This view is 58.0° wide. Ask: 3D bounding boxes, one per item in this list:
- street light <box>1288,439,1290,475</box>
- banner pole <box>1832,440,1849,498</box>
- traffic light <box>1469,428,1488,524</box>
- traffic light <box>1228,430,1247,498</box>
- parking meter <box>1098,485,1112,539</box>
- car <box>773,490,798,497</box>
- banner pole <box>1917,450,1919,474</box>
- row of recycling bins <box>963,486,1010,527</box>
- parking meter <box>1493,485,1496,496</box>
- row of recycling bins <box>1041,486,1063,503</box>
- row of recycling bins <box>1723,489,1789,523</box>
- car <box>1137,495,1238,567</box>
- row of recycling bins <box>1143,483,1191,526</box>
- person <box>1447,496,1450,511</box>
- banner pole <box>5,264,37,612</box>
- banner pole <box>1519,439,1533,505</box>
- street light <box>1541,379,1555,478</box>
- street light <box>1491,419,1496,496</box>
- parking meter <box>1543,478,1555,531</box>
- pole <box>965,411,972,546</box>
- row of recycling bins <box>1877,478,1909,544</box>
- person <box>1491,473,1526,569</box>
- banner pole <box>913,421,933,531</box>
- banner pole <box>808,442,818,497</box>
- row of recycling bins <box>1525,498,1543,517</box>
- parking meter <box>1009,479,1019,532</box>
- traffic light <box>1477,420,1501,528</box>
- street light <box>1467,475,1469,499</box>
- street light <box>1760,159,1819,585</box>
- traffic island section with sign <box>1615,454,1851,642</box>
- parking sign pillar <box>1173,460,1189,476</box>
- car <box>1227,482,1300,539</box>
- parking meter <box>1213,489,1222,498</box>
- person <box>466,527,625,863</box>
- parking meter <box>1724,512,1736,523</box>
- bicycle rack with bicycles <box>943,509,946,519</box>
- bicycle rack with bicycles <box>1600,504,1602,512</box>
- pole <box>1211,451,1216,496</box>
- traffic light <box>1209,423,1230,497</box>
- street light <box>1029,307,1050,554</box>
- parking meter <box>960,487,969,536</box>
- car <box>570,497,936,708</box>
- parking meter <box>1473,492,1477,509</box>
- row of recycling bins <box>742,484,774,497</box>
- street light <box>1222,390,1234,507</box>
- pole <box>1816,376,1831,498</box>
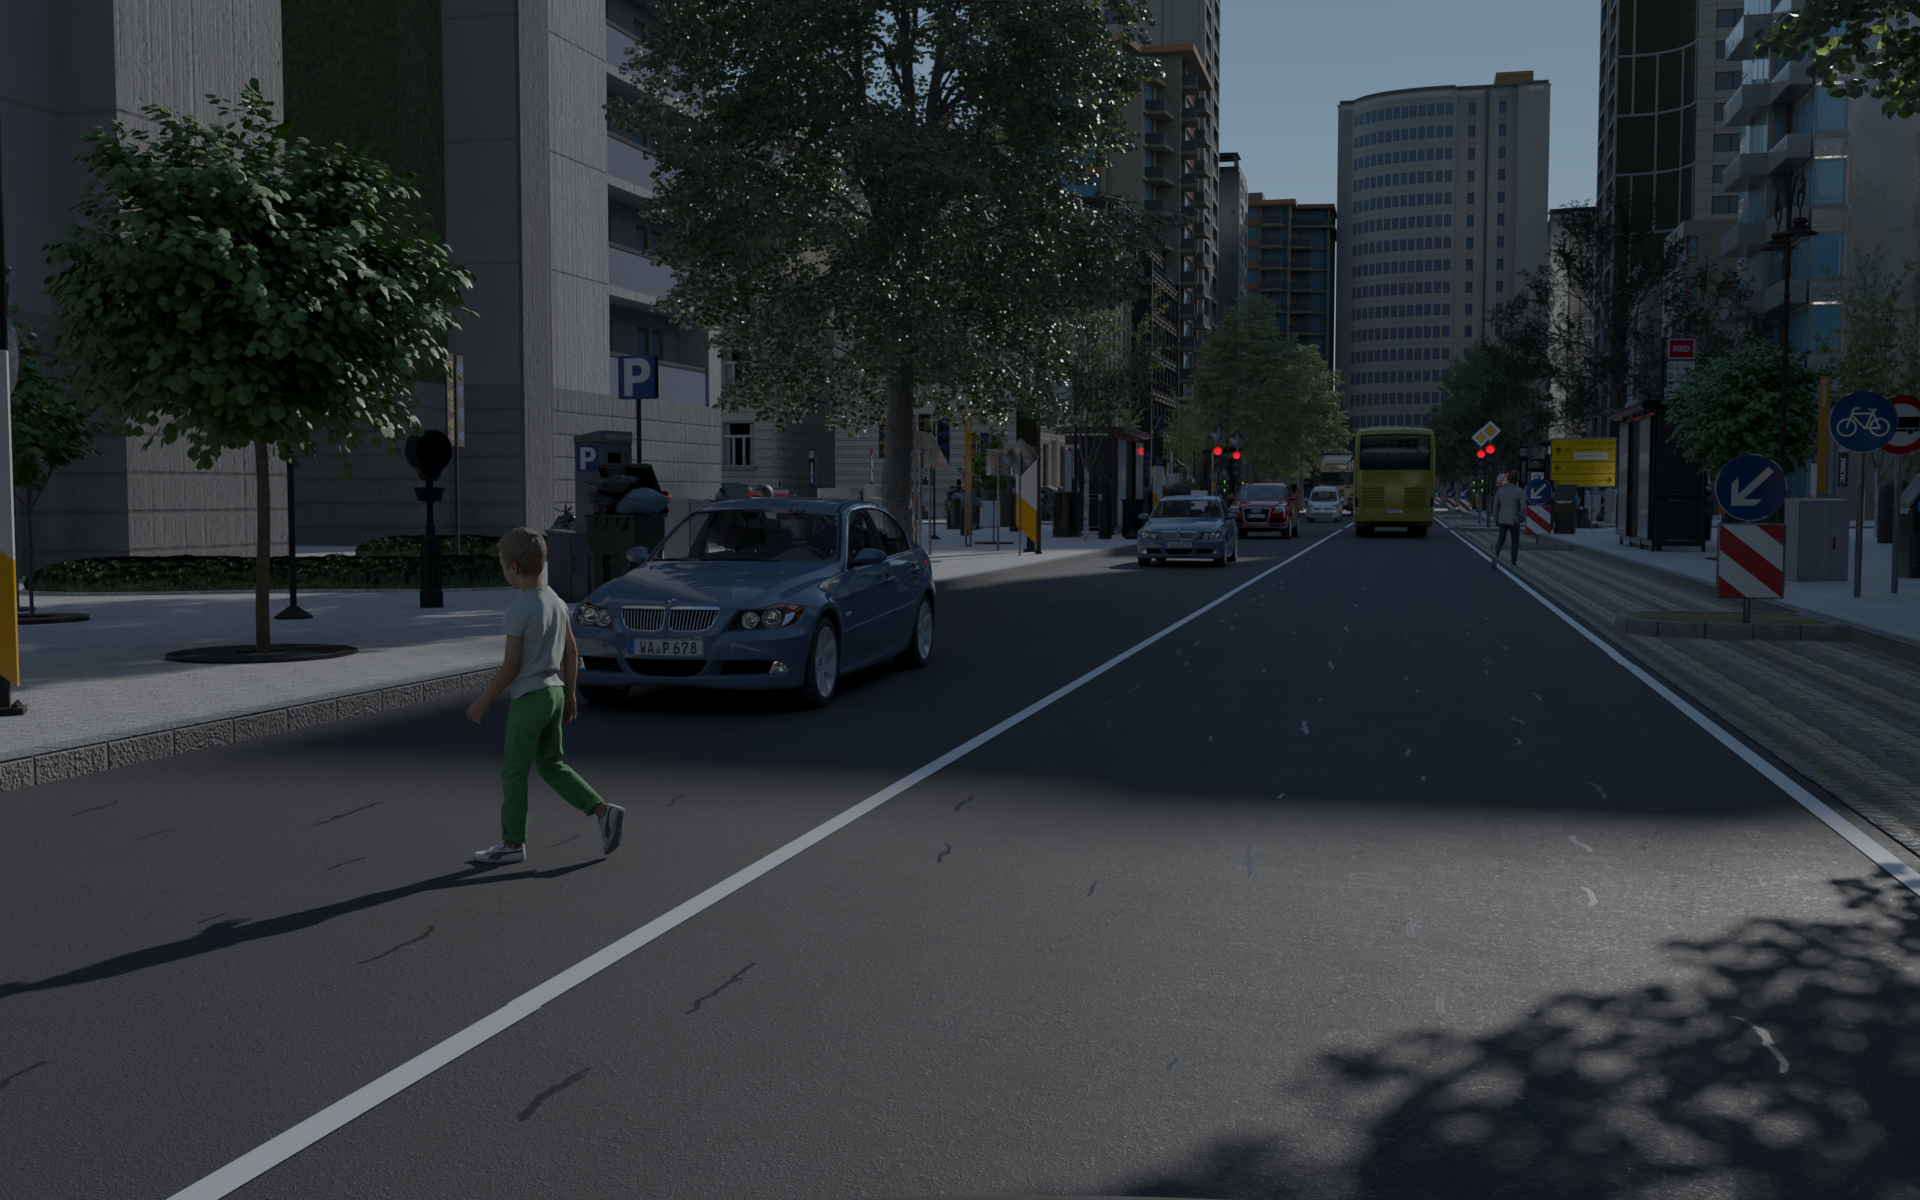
[{"bbox_3d":[22.468,-8.895,118.218,0.468,5.910,1.993,1,4,14],"label":"street light"},{"bbox_3d":[35.998,-4.948,70.919,0.863,3.779,0.401,0,4,-7],"label":"banner pole"},{"bbox_3d":[22.191,-5.199,73.917,0.839,4.253,0.868,1,4,14],"label":"traffic light"},{"bbox_3d":[12.244,-5.353,76.435,0.839,4.253,0.868,1,4,14],"label":"traffic light"},{"bbox_3d":[4.140,-2.507,49.400,0.372,1.533,0.369,0,3,0],"label":"parking meter"},{"bbox_3d":[-9.147,-4.276,78.946,4.494,1.783,2.155,1,4,13],"label":"car"},{"bbox_3d":[39.901,-5.011,71.949,0.863,3.779,0.401,-2,4,-32],"label":"banner pole"},{"bbox_3d":[1.115,-3.762,68.622,1.069,1.692,3.534,-2,4,-31],"label":"row of recycling bins"},{"bbox_3d":[34.120,-6.433,110.893,0.255,1.863,0.399,2,4,28],"label":"parking meter"},{"bbox_3d":[4.832,-4.998,88.823,1.069,1.692,3.534,1,4,21],"label":"row of recycling bins"},{"bbox_3d":[34.427,-4.148,74.938,1.069,1.692,3.534,-1,4,-15],"label":"row of recycling bins"},{"bbox_3d":[4.748,-1.452,35.743,2.014,1.417,4.499,1,4,13],"label":"car"},{"bbox_3d":[6.649,-3.347,61.841,3.534,1.692,1.069,-2,4,-27],"label":"row of recycling bins"},{"bbox_3d":[41.916,-8.540,148.816,0.721,1.739,1.217,1,4,11],"label":"person"},{"bbox_3d":[-10.518,-1.781,19.131,0.401,3.779,0.863,-2,4,-35],"label":"banner pole"},{"bbox_3d":[25.819,-5.441,78.978,0.863,3.779,0.401,-1,4,-20],"label":"banner pole"},{"bbox_3d":[22.098,-5.650,65.167,0.468,5.910,1.993,1,4,14],"label":"street light"},{"bbox_3d":[32.339,-8.099,105.200,0.468,5.910,1.993,1,4,14],"label":"street light"},{"bbox_3d":[20.765,-3.385,61.061,0.399,1.863,0.255,2,4,26],"label":"parking meter"},{"bbox_3d":[0.201,-2.967,42.360,0.158,3.312,0.155,0,3,0],"label":"pole"},{"bbox_3d":[25.126,-2.255,43.984,1.069,1.692,3.534,-3,4,-36],"label":"row of recycling bins"},{"bbox_3d":[10.497,-1.516,33.139,0.661,1.843,0.795,3,5,41],"label":"person"},{"bbox_3d":[-1.332,-4.246,59.435,0.863,3.779,0.401,0,4,-2],"label":"banner pole"},{"bbox_3d":[-7.060,-5.723,83.591,0.401,3.779,0.863,2,4,31],"label":"banner pole"},{"bbox_3d":[28.296,-4.792,85.468,1.069,1.692,3.534,-1,4,-11],"label":"row of recycling bins"},{"bbox_3d":[1.897,-3.264,59.073,0.399,1.863,0.255,1,4,10],"label":"parking meter"},{"bbox_3d":[20.212,-4.725,66.180,0.839,4.253,0.868,1,4,14],"label":"traffic light"},{"bbox_3d":[42.730,-10.572,145.644,0.468,5.910,1.993,1,4,14],"label":"street light"},{"bbox_3d":[11.597,-3.154,24.361,0.468,5.910,1.993,1,4,14],"label":"street light"},{"bbox_3d":[7.886,-0.565,17.872,1.989,1.847,2.006,1,4,14],"label":"traffic island section with sign"},{"bbox_3d":[15.175,-8.058,120.220,1.447,3.967,1.447,1,4,21],"label":"parking sign pillar"},{"bbox_3d":[10.020,-2.957,57.027,2.281,1.827,5.304,1,4,15],"label":"car"},{"bbox_3d":[11.675,-4.290,78.545,0.372,1.533,0.369,0,3,0],"label":"parking meter"},{"bbox_3d":[-1.611,0.368,6.739,0.590,1.304,0.306,0,4,0],"label":"person"},{"bbox_3d":[26.278,-3.097,59.047,0.372,1.533,0.369,0,3,0],"label":"parking meter"},{"bbox_3d":[0.805,-4.485,86.712,2.852,0.926,2.925,-2,4,-27],"label":"bicycle rack with bicycles"},{"bbox_3d":[33.442,-4.682,89.939,2.925,0.926,2.852,1,4,16],"label":"bicycle rack with bicycles"},{"bbox_3d":[12.096,-5.426,82.550,0.158,3.312,0.155,0,3,0],"label":"pole"},{"bbox_3d":[10.266,-4.879,68.698,0.839,4.253,0.868,1,4,14],"label":"traffic light"},{"bbox_3d":[1.682,-3.918,36.849,0.468,5.910,1.993,1,4,14],"label":"street light"},{"bbox_3d":[0.194,-2.744,53.268,0.372,1.533,0.369,0,3,0],"label":"parking meter"},{"bbox_3d":[-1.400,-0.076,13.247,2.014,1.417,4.499,1,4,13],"label":"car"},{"bbox_3d":[43.049,-8.348,144.900,0.372,1.533,0.369,0,3,0],"label":"parking meter"},{"bbox_3d":[-9.396,-3.950,71.703,3.534,1.692,1.069,1,4,12],"label":"row of recycling bins"},{"bbox_3d":[11.916,-6.380,77.096,0.468,5.910,1.993,1,4,14],"label":"street light"},{"bbox_3d":[14.964,-2.214,30.044,0.158,3.312,0.155,0,3,0],"label":"pole"}]
